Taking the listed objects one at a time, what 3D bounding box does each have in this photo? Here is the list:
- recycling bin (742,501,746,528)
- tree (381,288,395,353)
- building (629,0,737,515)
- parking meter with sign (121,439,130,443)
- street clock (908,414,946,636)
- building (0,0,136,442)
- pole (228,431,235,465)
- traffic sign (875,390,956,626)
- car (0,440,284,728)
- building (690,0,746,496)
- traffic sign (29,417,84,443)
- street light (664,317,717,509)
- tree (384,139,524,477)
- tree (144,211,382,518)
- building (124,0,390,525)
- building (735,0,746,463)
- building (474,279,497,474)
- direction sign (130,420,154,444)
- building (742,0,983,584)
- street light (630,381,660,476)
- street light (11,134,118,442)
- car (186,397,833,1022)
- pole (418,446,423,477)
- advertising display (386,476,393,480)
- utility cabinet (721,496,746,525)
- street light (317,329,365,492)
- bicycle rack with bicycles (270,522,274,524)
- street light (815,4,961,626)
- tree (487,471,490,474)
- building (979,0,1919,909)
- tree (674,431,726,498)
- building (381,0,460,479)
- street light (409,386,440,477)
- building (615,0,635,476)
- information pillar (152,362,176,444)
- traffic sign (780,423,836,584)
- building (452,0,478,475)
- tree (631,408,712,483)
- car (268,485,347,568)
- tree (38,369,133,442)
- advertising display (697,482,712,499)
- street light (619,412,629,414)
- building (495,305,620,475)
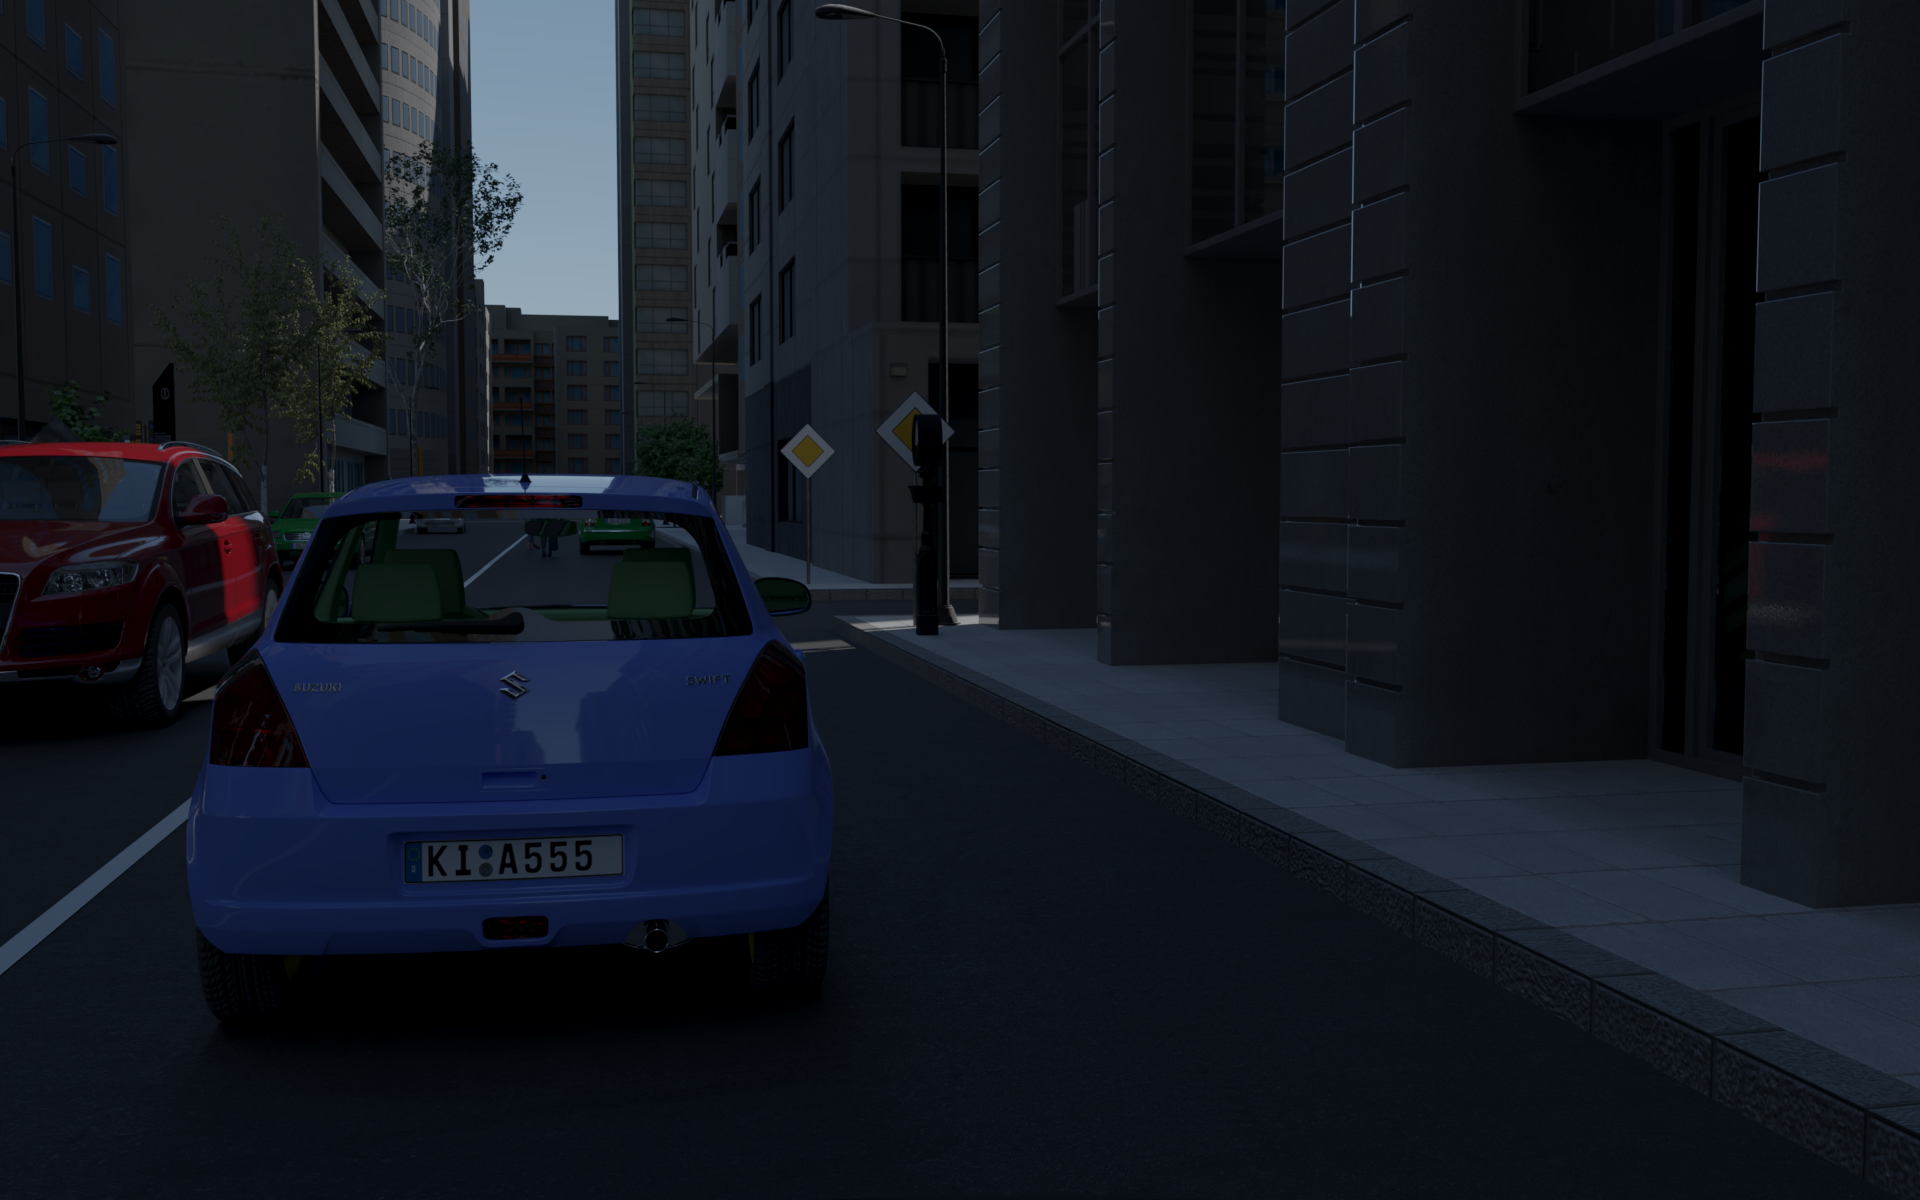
[{"bbox_3d":[-7.917,-3.310,66.668,0.722,1.027,0.722,1,4,17],"label":"recycling bin"},{"bbox_3d":[-19.387,-6.253,52.592,4.737,8.622,4.395,0,3,0],"label":"tree"},{"bbox_3d":[-14.134,-26.192,111.837,14.154,41.232,14.086,-1,4,-12],"label":"building"},{"bbox_3d":[-26.923,-3.597,55.074,1.738,3.016,0.543,2,4,28],"label":"parking meter with sign"},{"bbox_3d":[-0.299,-0.683,15.737,0.358,2.002,0.471,-1,4,-9],"label":"street clock"},{"bbox_3d":[-24.988,-23.355,31.973,14.600,45.320,14.200,-1,4,-12],"label":"building"},{"bbox_3d":[-23.683,-3.824,56.370,0.158,3.312,0.155,0,3,0],"label":"pole"},{"bbox_3d":[-0.438,-0.807,16.831,0.795,2.450,0.064,-1,4,-12],"label":"traffic sign"},{"bbox_3d":[-6.172,-0.211,12.118,2.281,1.827,5.304,-1,4,-11],"label":"car"},{"bbox_3d":[-22.727,-37.161,196.824,27.495,52.752,28.713,-1,4,-12],"label":"building"},{"bbox_3d":[-11.731,-1.156,22.540,0.795,2.450,0.064,-1,4,-12],"label":"traffic sign"},{"bbox_3d":[-7.037,-4.475,45.712,1.470,5.913,1.316,-1,4,-12],"label":"street light"},{"bbox_3d":[-28.494,-14.093,86.304,12.611,20.169,13.585,0,3,0],"label":"tree"},{"bbox_3d":[-18.192,-5.756,44.476,4.737,8.622,4.395,0,3,0],"label":"tree"},{"bbox_3d":[-33.836,-26.945,64.252,21.300,48.544,21.600,-1,4,-12],"label":"building"},{"bbox_3d":[0.327,-24.799,55.579,14.600,45.320,14.200,-1,4,-12],"label":"building"},{"bbox_3d":[-57.090,-18.881,153.751,28.899,21.520,27.650,-1,4,-12],"label":"building"},{"bbox_3d":[-24.992,-3.744,53.218,0.876,3.537,0.379,-1,4,-18],"label":"direction sign"},{"bbox_3d":[6.626,-36.479,34.678,20.611,71.187,20.563,-1,4,-12],"label":"building"},{"bbox_3d":[-12.732,-6.059,71.599,1.470,5.913,1.316,-1,4,-12],"label":"street light"},{"bbox_3d":[-11.567,-3.049,22.393,1.470,5.913,1.316,-1,4,-12],"label":"street light"},{"bbox_3d":[-1.453,0.213,6.111,1.945,1.707,3.694,-1,4,-11],"label":"car"},{"bbox_3d":[-23.042,-4.902,73.986,0.158,3.312,0.155,0,3,0],"label":"pole"},{"bbox_3d":[-19.953,-3.389,60.631,0.123,1.923,0.974,-1,4,-13],"label":"advertising display"},{"bbox_3d":[-9.329,-3.681,71.340,1.020,1.237,0.306,-3,5,-41],"label":"utility cabinet"},{"bbox_3d":[-17.443,-4.663,48.778,1.470,5.913,1.316,-1,4,-12],"label":"street light"},{"bbox_3d":[-17.500,-1.670,40.686,2.925,0.926,2.852,-2,4,-29],"label":"bicycle rack with bicycles"},{"bbox_3d":[-0.691,-2.703,16.727,1.470,5.913,1.316,-1,4,-12],"label":"street light"},{"bbox_3d":[-38.657,-9.044,142.462,1.663,3.219,1.824,0,3,0],"label":"tree"},{"bbox_3d":[8.614,-13.797,3.068,11.434,29.767,29.804,-1,4,-12],"label":"building"},{"bbox_3d":[-7.631,-3.564,52.865,1.663,3.219,1.824,0,3,0],"label":"tree"},{"bbox_3d":[-43.008,-34.528,106.534,21.231,58.520,28.212,-1,4,-12],"label":"building"},{"bbox_3d":[-23.102,-6.248,74.697,1.470,5.913,1.316,-1,4,-12],"label":"street light"},{"bbox_3d":[-20.971,-37.788,159.826,21.231,58.520,28.212,-1,4,-12],"label":"building"},{"bbox_3d":[-14.187,-2.422,30.951,0.504,3.616,0.183,2,4,26],"label":"information pillar"},{"bbox_3d":[-2.163,-1.284,24.629,0.795,2.450,0.064,-1,4,-12],"label":"traffic sign"},{"bbox_3d":[-43.791,-29.285,128.921,14.600,45.320,14.200,-1,4,-12],"label":"building"},{"bbox_3d":[-10.881,-5.044,66.184,4.285,4.588,4.351,0,3,0],"label":"tree"},{"bbox_3d":[-12.554,-1.563,34.356,1.959,1.807,4.718,-1,4,-11],"label":"car"},{"bbox_3d":[-13.684,-1.959,26.639,1.663,3.219,1.824,0,3,0],"label":"tree"},{"bbox_3d":[-10.626,-4.015,70.854,0.974,1.923,0.123,-1,4,-14],"label":"advertising display"},{"bbox_3d":[-18.536,-7.670,97.942,1.470,5.913,1.316,-1,4,-12],"label":"street light"},{"bbox_3d":[-49.964,-21.121,190.370,28.899,21.520,27.650,-1,4,-12],"label":"building"}]
